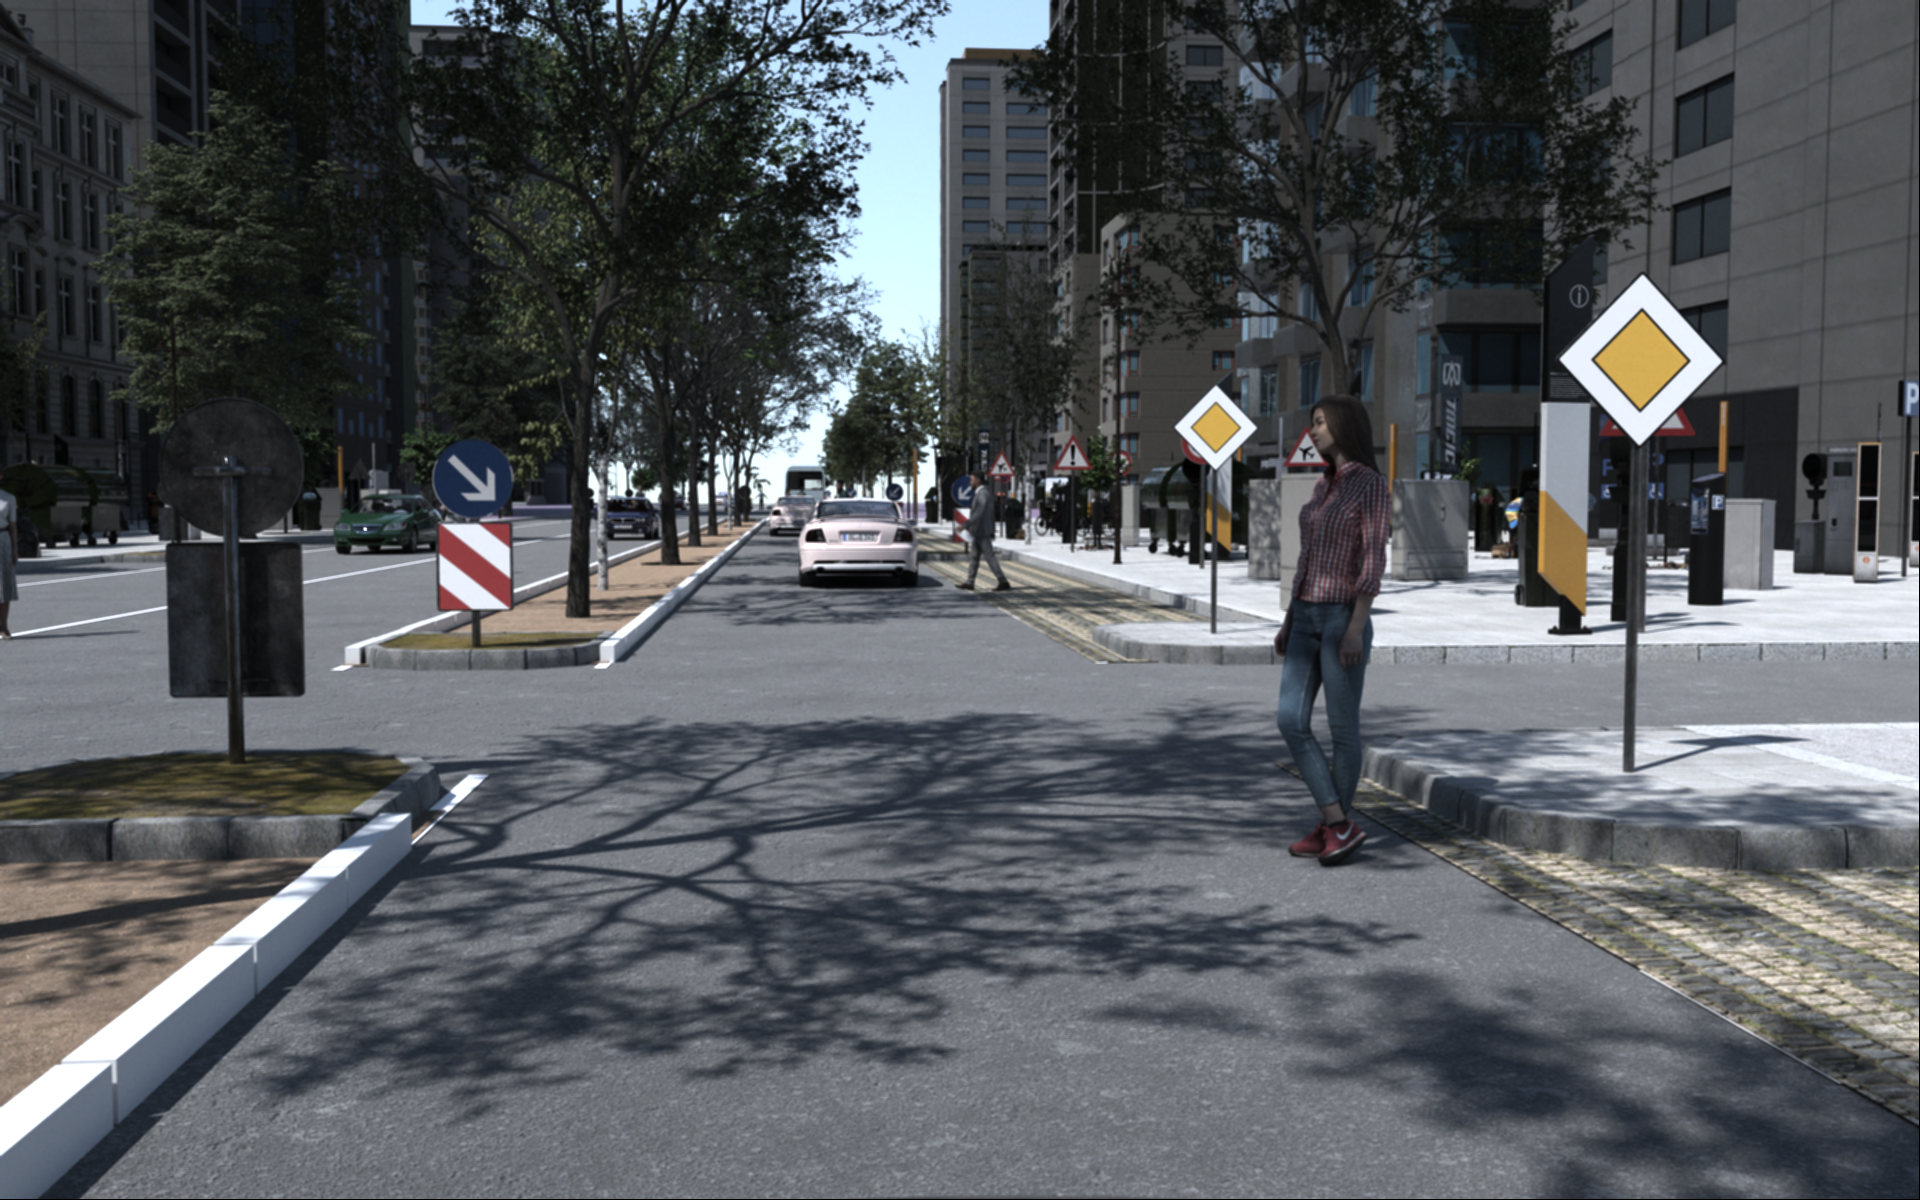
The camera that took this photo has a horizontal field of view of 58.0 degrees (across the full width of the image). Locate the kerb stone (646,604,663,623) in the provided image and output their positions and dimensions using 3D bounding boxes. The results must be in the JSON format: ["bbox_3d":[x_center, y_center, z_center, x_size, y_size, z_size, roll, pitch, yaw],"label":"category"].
[{"bbox_3d":[-3.433,0.177,19.294,0.120,0.150,1.000,0,4,-5],"label":"kerb stone"}]

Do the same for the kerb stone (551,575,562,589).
[{"bbox_3d":[-6.195,-0.247,26.237,0.120,0.150,1.000,0,4,-5],"label":"kerb stone"}]

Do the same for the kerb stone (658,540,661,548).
[{"bbox_3d":[-8.040,-1.430,45.622,0.120,0.150,1.000,0,4,-5],"label":"kerb stone"}]

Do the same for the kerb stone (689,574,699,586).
[{"bbox_3d":[-4.106,-0.259,26.425,0.120,0.150,1.000,0,4,-5],"label":"kerb stone"}]

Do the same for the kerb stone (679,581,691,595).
[{"bbox_3d":[-3.909,-0.134,24.385,0.120,0.150,1.000,0,4,-5],"label":"kerb stone"}]

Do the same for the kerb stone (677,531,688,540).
[{"bbox_3d":[-9.099,-2.120,56.855,0.120,0.150,1.000,0,4,-5],"label":"kerb stone"}]

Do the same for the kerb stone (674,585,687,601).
[{"bbox_3d":[-3.813,-0.072,23.368,0.120,0.150,1.000,0,4,-5],"label":"kerb stone"}]

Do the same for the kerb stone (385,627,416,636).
[{"bbox_3d":[-5.221,0.384,16.002,0.120,0.150,1.000,0,4,-5],"label":"kerb stone"}]

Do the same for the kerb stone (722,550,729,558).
[{"bbox_3d":[-5.167,-0.935,37.651,0.120,0.150,1.000,0,4,-5],"label":"kerb stone"}]

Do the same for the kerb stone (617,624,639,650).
[{"bbox_3d":[-3.139,0.365,16.228,0.120,0.150,1.000,0,4,-5],"label":"kerb stone"}]

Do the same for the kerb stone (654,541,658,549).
[{"bbox_3d":[-7.933,-1.368,44.605,0.120,0.150,1.000,0,4,-5],"label":"kerb stone"}]

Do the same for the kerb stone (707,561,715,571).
[{"bbox_3d":[-4.586,-0.571,31.524,0.120,0.150,1.000,0,4,-5],"label":"kerb stone"}]

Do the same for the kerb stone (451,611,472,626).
[{"bbox_3d":[-5.515,0.191,19.073,0.120,0.150,1.000,0,4,-5],"label":"kerb stone"}]

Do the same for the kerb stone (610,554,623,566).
[{"bbox_3d":[-7.065,-0.809,35.417,0.120,0.150,1.000,0,4,-5],"label":"kerb stone"}]

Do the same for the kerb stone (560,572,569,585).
[{"bbox_3d":[-6.294,-0.308,27.254,0.120,0.150,1.000,0,4,-5],"label":"kerb stone"}]

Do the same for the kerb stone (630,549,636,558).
[{"bbox_3d":[-7.352,-0.996,38.478,0.120,0.150,1.000,0,4,-5],"label":"kerb stone"}]

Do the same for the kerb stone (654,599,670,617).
[{"bbox_3d":[-3.527,0.119,20.312,0.120,0.150,1.000,0,4,-5],"label":"kerb stone"}]

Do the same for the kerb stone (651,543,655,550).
[{"bbox_3d":[-7.831,-1.306,43.581,0.120,0.150,1.000,0,4,-5],"label":"kerb stone"}]

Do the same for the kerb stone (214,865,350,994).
[{"bbox_3d":[-2.119,1.024,5.449,0.120,0.150,1.000,0,4,-5],"label":"kerb stone"}]

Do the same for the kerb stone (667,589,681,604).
[{"bbox_3d":[-3.724,-0.009,22.350,0.120,0.150,1.000,0,4,-5],"label":"kerb stone"}]

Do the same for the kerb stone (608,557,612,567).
[{"bbox_3d":[-6.871,-0.684,33.382,0.120,0.150,1.000,0,4,-5],"label":"kerb stone"}]

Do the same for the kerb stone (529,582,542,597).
[{"bbox_3d":[-6.007,-0.120,24.191,0.120,0.150,1.000,0,4,-5],"label":"kerb stone"}]

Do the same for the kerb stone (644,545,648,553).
[{"bbox_3d":[-7.645,-1.178,41.533,0.120,0.150,1.000,0,4,-5],"label":"kerb stone"}]

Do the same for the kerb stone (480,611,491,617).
[{"bbox_3d":[-5.617,0.128,20.098,0.120,0.150,1.000,0,4,-5],"label":"kerb stone"}]

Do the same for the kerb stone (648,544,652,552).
[{"bbox_3d":[-7.732,-1.242,42.564,0.120,0.150,1.000,0,4,-5],"label":"kerb stone"}]

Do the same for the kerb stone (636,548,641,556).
[{"bbox_3d":[-7.450,-1.058,39.495,0.120,0.150,1.000,0,4,-5],"label":"kerb stone"}]

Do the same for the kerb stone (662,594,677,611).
[{"bbox_3d":[-3.616,0.057,21.334,0.120,0.150,1.000,0,4,-5],"label":"kerb stone"}]

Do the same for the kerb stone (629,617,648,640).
[{"bbox_3d":[-3.234,0.304,17.249,0.120,0.150,1.000,0,4,-5],"label":"kerb stone"}]

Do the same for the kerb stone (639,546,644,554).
[{"bbox_3d":[-7.547,-1.120,40.515,0.120,0.150,1.000,0,4,-5],"label":"kerb stone"}]

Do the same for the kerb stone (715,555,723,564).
[{"bbox_3d":[-4.871,-0.758,34.588,0.120,0.150,1.000,0,4,-5],"label":"kerb stone"}]

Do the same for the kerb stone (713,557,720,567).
[{"bbox_3d":[-4.781,-0.688,33.569,0.120,0.150,1.000,0,4,-5],"label":"kerb stone"}]

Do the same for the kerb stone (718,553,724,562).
[{"bbox_3d":[-4.978,-0.821,35.615,0.120,0.150,1.000,0,4,-5],"label":"kerb stone"}]

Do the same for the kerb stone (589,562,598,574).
[{"bbox_3d":[-6.773,-0.622,32.363,0.120,0.150,1.000,0,4,-5],"label":"kerb stone"}]

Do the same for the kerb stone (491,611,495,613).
[{"bbox_3d":[-5.712,0.066,21.123,0.120,0.150,1.000,0,4,-5],"label":"kerb stone"}]

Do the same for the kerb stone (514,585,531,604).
[{"bbox_3d":[-5.913,-0.059,23.164,0.120,0.150,1.000,0,4,-5],"label":"kerb stone"}]

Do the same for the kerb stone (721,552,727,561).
[{"bbox_3d":[-5.066,-0.879,36.634,0.120,0.150,1.000,0,4,-5],"label":"kerb stone"}]

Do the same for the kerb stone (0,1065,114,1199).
[{"bbox_3d":[-1.924,1.150,3.404,0.120,0.150,1.000,0,4,-5],"label":"kerb stone"}]

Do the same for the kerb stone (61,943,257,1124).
[{"bbox_3d":[-2.021,1.087,4.426,0.120,0.150,1.000,0,4,-5],"label":"kerb stone"}]

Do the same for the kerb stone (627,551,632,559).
[{"bbox_3d":[-7.259,-0.933,37.452,0.120,0.150,1.000,0,4,-5],"label":"kerb stone"}]

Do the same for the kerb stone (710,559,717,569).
[{"bbox_3d":[-4.689,-0.633,32.541,0.120,0.150,1.000,0,4,-5],"label":"kerb stone"}]

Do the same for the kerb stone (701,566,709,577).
[{"bbox_3d":[-4.395,-0.444,29.478,0.120,0.150,1.000,0,4,-5],"label":"kerb stone"}]

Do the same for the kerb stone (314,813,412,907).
[{"bbox_3d":[-2.219,0.962,6.466,0.120,0.150,1.000,0,4,-5],"label":"kerb stone"}]

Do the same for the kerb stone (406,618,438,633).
[{"bbox_3d":[-5.325,0.316,17.024,0.120,0.150,1.000,0,4,-5],"label":"kerb stone"}]

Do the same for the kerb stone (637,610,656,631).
[{"bbox_3d":[-3.331,0.240,18.270,0.120,0.150,1.000,0,4,-5],"label":"kerb stone"}]

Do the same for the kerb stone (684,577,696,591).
[{"bbox_3d":[-4.004,-0.196,25.403,0.120,0.150,1.000,0,4,-5],"label":"kerb stone"}]

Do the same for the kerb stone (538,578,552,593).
[{"bbox_3d":[-6.105,-0.185,25.219,0.120,0.150,1.000,0,4,-5],"label":"kerb stone"}]

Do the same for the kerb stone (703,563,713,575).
[{"bbox_3d":[-4.485,-0.505,30.496,0.120,0.150,1.000,0,4,-5],"label":"kerb stone"}]

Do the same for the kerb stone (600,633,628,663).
[{"bbox_3d":[-3.044,0.428,15.202,0.120,0.150,1.000,0,4,-5],"label":"kerb stone"}]

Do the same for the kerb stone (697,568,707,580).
[{"bbox_3d":[-4.292,-0.383,28.461,0.120,0.150,1.000,0,4,-5],"label":"kerb stone"}]

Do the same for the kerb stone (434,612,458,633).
[{"bbox_3d":[-5.419,0.258,18.042,0.120,0.150,1.000,0,4,-5],"label":"kerb stone"}]

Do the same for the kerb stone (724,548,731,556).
[{"bbox_3d":[-5.256,-1.005,38.669,0.120,0.150,1.000,0,4,-5],"label":"kerb stone"}]

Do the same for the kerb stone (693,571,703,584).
[{"bbox_3d":[-4.202,-0.321,27.443,0.120,0.150,1.000,0,4,-5],"label":"kerb stone"}]

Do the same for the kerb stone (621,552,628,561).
[{"bbox_3d":[-7.158,-0.869,36.435,0.120,0.150,1.000,0,4,-5],"label":"kerb stone"}]

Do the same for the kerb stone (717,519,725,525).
[{"bbox_3d":[-11.793,-3.865,85.393,0.120,0.150,1.000,0,4,-5],"label":"kerb stone"}]

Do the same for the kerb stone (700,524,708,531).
[{"bbox_3d":[-10.345,-2.930,70.104,0.120,0.150,1.000,0,4,-5],"label":"kerb stone"}]
